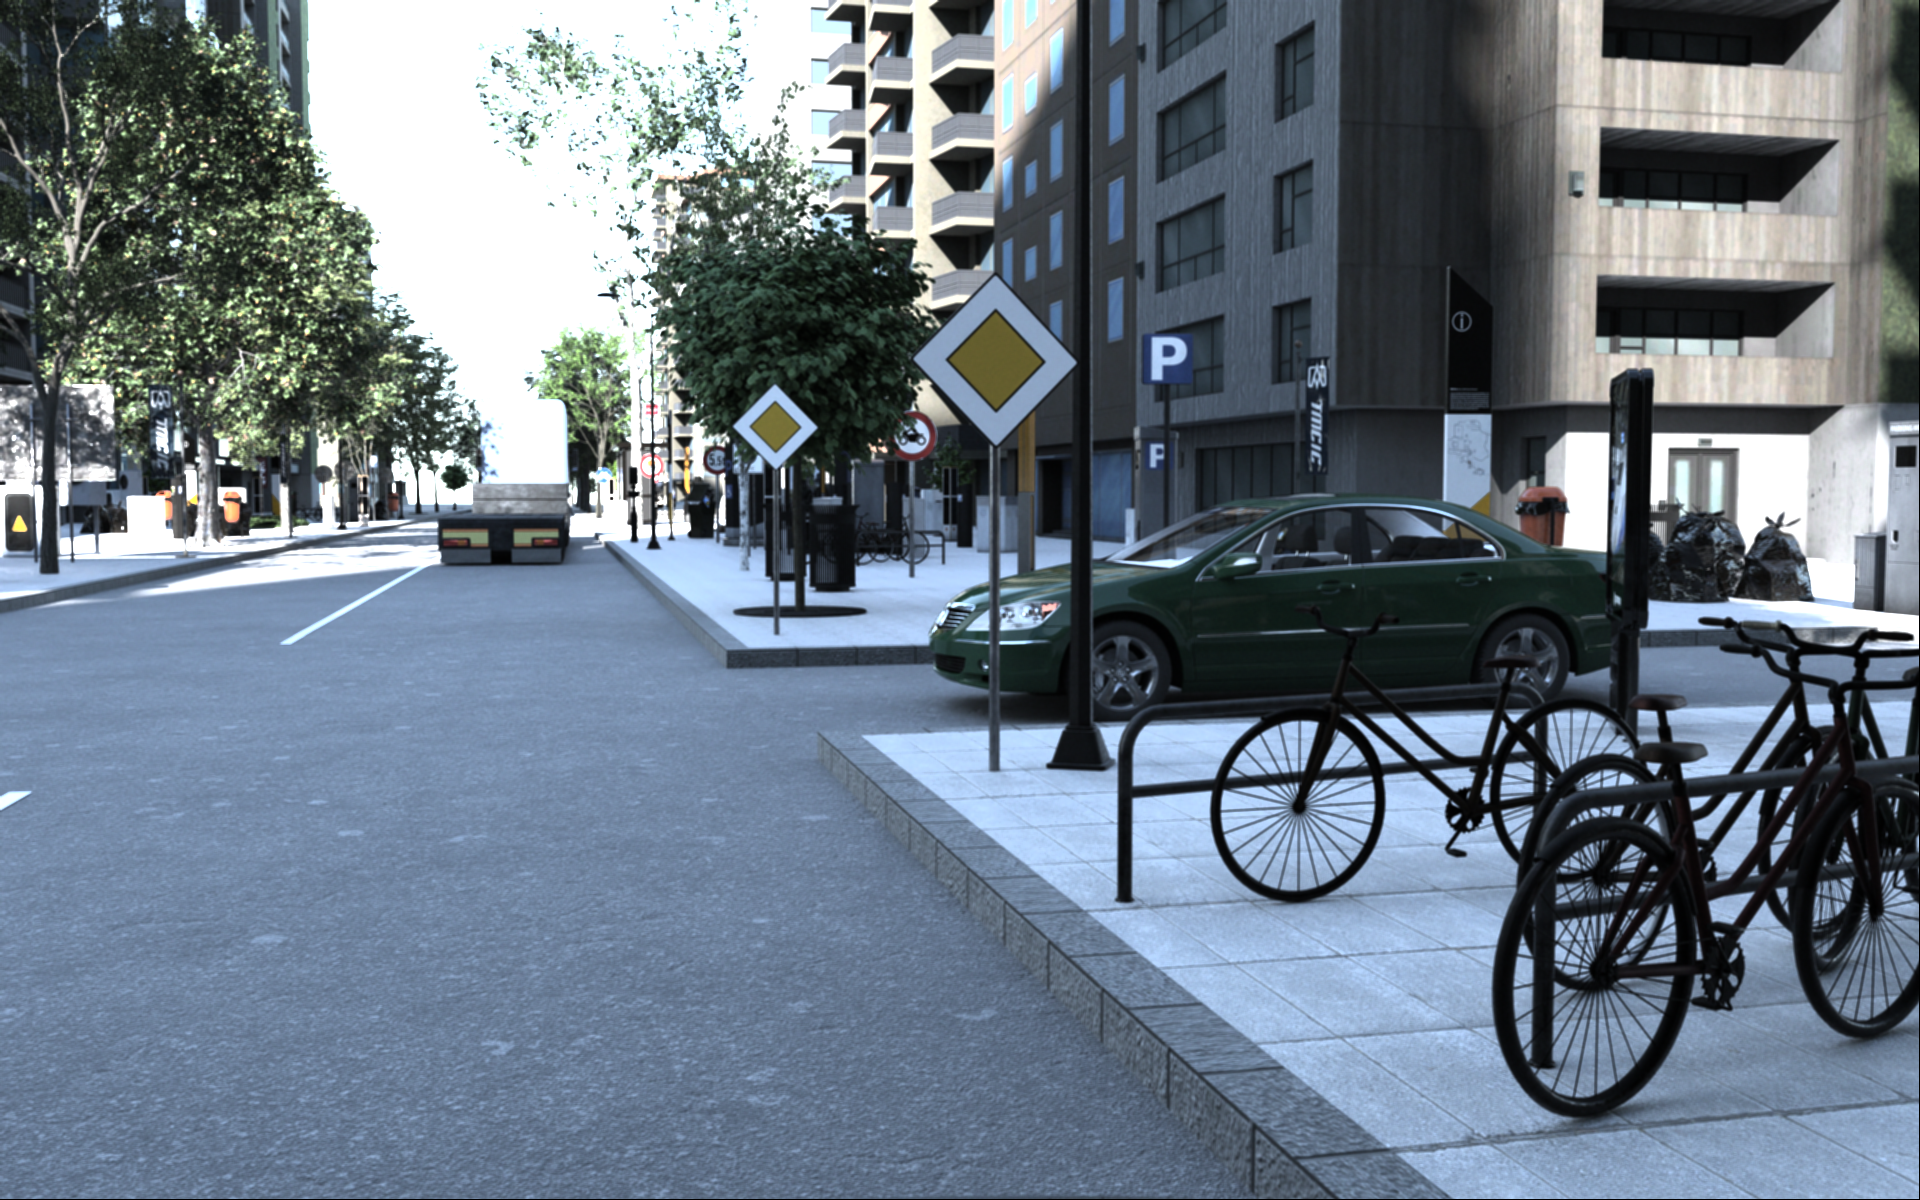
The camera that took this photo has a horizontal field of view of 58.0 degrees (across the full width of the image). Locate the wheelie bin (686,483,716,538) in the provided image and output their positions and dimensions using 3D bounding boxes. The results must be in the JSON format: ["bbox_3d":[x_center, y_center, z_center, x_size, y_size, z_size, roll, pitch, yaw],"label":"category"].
[{"bbox_3d":[-7.547,-2.610,50.578,0.980,1.594,0.693,3,4,38],"label":"wheelie bin"}]

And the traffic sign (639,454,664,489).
[{"bbox_3d":[-9.750,-3.345,54.804,0.768,2.556,0.104,-1,4,-11],"label":"traffic sign"}]

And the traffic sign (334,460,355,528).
[{"bbox_3d":[-23.074,-3.966,64.942,0.768,2.556,0.104,0,4,-7],"label":"traffic sign"}]

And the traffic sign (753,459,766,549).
[{"bbox_3d":[-4.796,-2.470,40.380,0.884,2.594,0.081,-1,4,-10],"label":"traffic sign"}]

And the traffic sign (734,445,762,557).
[{"bbox_3d":[-4.320,-2.032,35.358,0.606,2.300,0.079,0,4,-7],"label":"traffic sign"}]

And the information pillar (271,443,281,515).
[{"bbox_3d":[-28.258,-4.908,71.606,0.504,3.616,0.183,2,4,28],"label":"information pillar"}]

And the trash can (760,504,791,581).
[{"bbox_3d":[-2.583,-0.858,25.686,0.748,1.137,0.748,0,3,0],"label":"trash can"}]

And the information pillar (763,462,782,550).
[{"bbox_3d":[-4.292,-2.153,39.698,0.304,2.012,0.304,2,4,29],"label":"information pillar"}]

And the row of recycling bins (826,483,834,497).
[{"bbox_3d":[-4.932,-3.674,67.180,1.069,1.692,3.534,1,4,20],"label":"row of recycling bins"}]

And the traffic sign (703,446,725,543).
[{"bbox_3d":[-6.370,-2.776,45.501,0.768,2.556,0.104,-1,4,-9],"label":"traffic sign"}]

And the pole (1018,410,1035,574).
[{"bbox_3d":[0.798,-1.645,20.736,0.158,3.312,0.155,0,3,0],"label":"pole"}]

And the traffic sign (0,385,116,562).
[{"bbox_3d":[-17.016,-2.359,32.446,2.265,3.308,0.079,0,4,-8],"label":"traffic sign"}]

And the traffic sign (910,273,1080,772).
[{"bbox_3d":[0.156,-0.264,7.963,0.795,2.450,0.064,-1,4,-13],"label":"traffic sign"}]

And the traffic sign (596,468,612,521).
[{"bbox_3d":[-17.173,-5.106,83.588,0.768,2.556,0.104,-1,4,-12],"label":"traffic sign"}]

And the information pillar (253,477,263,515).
[{"bbox_3d":[-30.702,-4.361,75.792,0.304,2.012,0.304,0,4,-1],"label":"information pillar"}]

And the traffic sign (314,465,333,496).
[{"bbox_3d":[-27.975,-4.653,76.178,0.768,2.556,0.104,-1,4,-13],"label":"traffic sign"}]

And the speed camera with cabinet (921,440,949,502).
[{"bbox_3d":[-0.993,-3.999,59.727,2.038,3.252,0.660,3,5,42],"label":"speed camera with cabinet"}]

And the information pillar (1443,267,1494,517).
[{"bbox_3d":[5.254,-1.628,17.981,0.504,3.616,0.183,0,4,-4],"label":"information pillar"}]

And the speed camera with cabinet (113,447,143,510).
[{"bbox_3d":[-31.458,-4.321,64.991,2.038,3.252,0.660,3,4,37],"label":"speed camera with cabinet"}]

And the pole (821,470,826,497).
[{"bbox_3d":[-3.516,-3.073,44.086,0.158,3.312,0.155,0,3,0],"label":"pole"}]

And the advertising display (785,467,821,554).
[{"bbox_3d":[-3.333,-1.935,36.846,0.123,1.923,0.974,3,5,40],"label":"advertising display"}]

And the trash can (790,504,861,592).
[{"bbox_3d":[-1.684,-0.686,22.864,0.748,1.137,0.748,0,3,0],"label":"trash can"}]

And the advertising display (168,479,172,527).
[{"bbox_3d":[-29.977,-3.765,66.768,0.123,1.923,0.974,3,5,42],"label":"advertising display"}]

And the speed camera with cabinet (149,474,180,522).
[{"bbox_3d":[-36.290,-5.215,79.604,2.038,3.252,0.660,1,4,18],"label":"speed camera with cabinet"}]

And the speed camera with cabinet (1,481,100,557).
[{"bbox_3d":[-18.432,-2.497,35.157,2.038,3.252,0.660,1,4,9],"label":"speed camera with cabinet"}]

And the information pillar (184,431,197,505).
[{"bbox_3d":[-27.648,-4.324,62.056,0.504,3.616,0.183,-3,5,-45],"label":"information pillar"}]

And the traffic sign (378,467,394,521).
[{"bbox_3d":[-27.306,-5.035,82.427,0.768,2.556,0.104,-1,4,-12],"label":"traffic sign"}]

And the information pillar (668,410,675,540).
[{"bbox_3d":[-8.039,-3.472,48.128,0.183,3.616,0.504,0,4,-8],"label":"information pillar"}]

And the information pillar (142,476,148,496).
[{"bbox_3d":[-33.944,-4.127,71.961,0.304,2.012,0.304,2,4,34],"label":"information pillar"}]

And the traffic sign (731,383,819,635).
[{"bbox_3d":[-1.675,-0.740,15.736,0.795,2.450,0.064,-1,4,-13],"label":"traffic sign"}]

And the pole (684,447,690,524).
[{"bbox_3d":[-11.860,-4.978,75.226,0.158,3.312,0.155,0,3,0],"label":"pole"}]

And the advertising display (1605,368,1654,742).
[{"bbox_3d":[3.588,-0.251,9.319,0.123,1.923,0.974,1,4,15],"label":"advertising display"}]

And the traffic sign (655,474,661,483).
[{"bbox_3d":[-14.586,-5.023,82.240,0.768,2.556,0.104,0,4,-6],"label":"traffic sign"}]

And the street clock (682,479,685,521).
[{"bbox_3d":[-13.014,-4.748,82.203,0.358,2.002,0.471,-2,4,-29],"label":"street clock"}]

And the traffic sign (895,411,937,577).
[{"bbox_3d":[-0.739,-1.621,26.604,0.768,2.556,0.104,-1,4,-10],"label":"traffic sign"}]

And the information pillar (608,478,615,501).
[{"bbox_3d":[-16.117,-4.624,80.088,0.304,2.012,0.304,-1,4,-15],"label":"information pillar"}]

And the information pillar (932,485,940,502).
[{"bbox_3d":[-0.824,-3.466,61.166,0.304,2.012,0.304,-1,4,-12],"label":"information pillar"}]

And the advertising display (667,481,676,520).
[{"bbox_3d":[-14.359,-4.943,86.032,0.123,1.923,0.974,1,4,12],"label":"advertising display"}]

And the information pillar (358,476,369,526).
[{"bbox_3d":[-23.802,-3.953,69.122,0.304,2.012,0.304,-3,5,-44],"label":"information pillar"}]

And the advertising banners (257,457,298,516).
[{"bbox_3d":[-32.470,-5.274,82.413,0.090,3.025,2.074,3,4,37],"label":"advertising banners"}]

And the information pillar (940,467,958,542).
[{"bbox_3d":[-0.263,-2.584,46.739,0.304,2.012,0.304,3,5,44],"label":"information pillar"}]

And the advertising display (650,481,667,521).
[{"bbox_3d":[-14.702,-4.767,83.150,0.974,1.923,0.123,0,4,5],"label":"advertising display"}]

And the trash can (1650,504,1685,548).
[{"bbox_3d":[10.096,-0.823,25.113,0.748,1.137,0.748,0,3,0],"label":"trash can"}]
